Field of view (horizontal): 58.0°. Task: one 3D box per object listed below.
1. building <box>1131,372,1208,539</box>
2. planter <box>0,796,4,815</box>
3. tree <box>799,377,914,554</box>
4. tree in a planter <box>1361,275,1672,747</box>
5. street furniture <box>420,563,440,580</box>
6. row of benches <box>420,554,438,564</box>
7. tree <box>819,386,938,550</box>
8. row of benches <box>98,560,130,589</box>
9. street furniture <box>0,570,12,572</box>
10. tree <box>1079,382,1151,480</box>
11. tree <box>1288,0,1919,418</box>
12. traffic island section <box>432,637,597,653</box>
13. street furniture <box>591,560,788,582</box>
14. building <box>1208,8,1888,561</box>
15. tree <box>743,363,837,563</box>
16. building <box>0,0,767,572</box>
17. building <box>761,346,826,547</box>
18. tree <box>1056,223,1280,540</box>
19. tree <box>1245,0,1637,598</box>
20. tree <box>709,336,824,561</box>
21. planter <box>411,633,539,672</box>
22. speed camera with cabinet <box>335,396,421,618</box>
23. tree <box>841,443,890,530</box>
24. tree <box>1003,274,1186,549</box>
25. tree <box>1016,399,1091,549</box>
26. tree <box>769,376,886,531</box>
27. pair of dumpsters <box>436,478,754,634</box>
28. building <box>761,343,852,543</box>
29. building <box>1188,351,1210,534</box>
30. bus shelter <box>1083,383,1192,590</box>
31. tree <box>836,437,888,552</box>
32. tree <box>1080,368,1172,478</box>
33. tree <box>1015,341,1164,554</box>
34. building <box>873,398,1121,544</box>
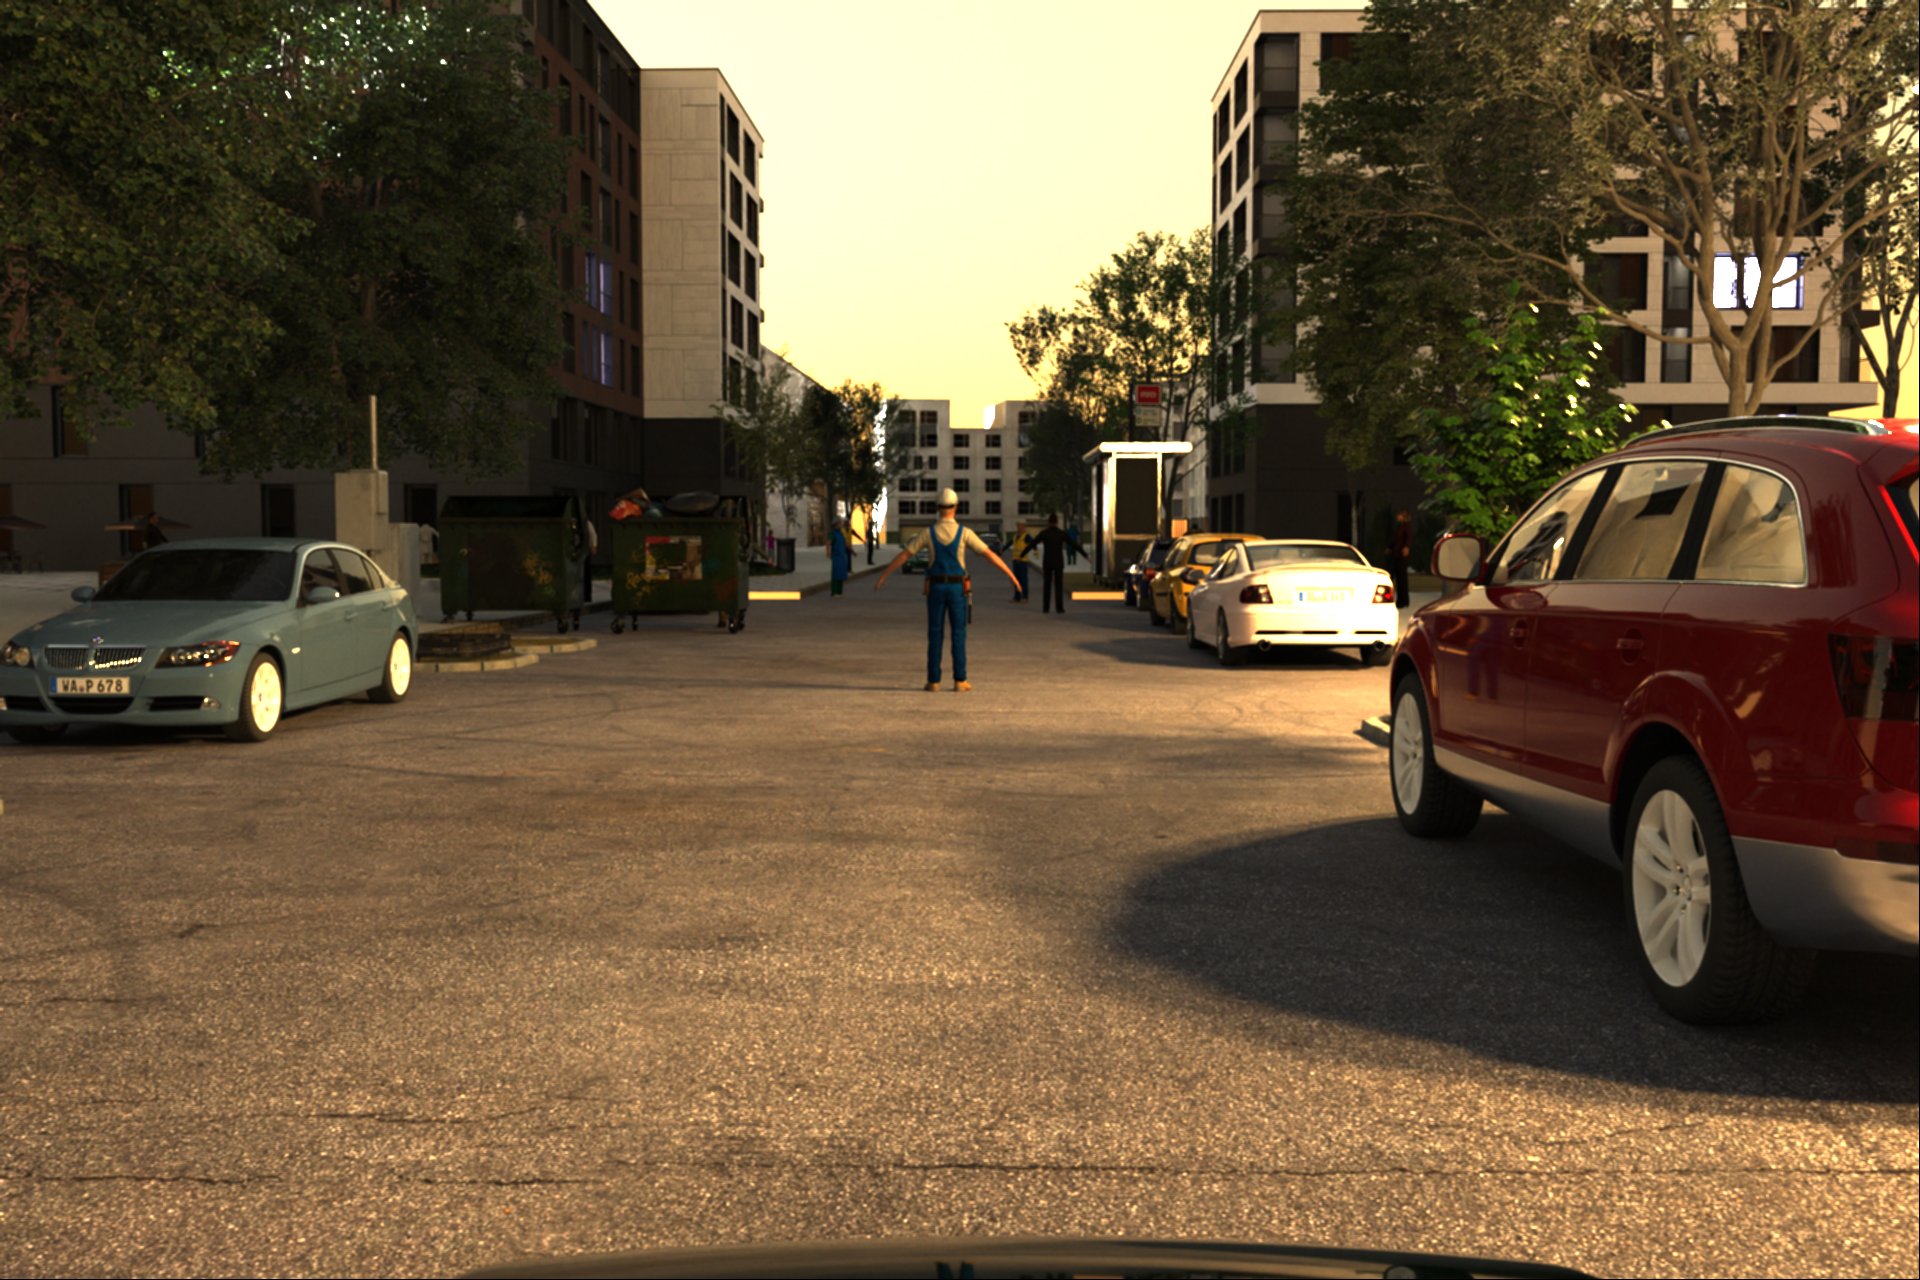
[{"bbox_3d":[24.861,-21.142,202.097,16.016,20.090,11.380,0,4,1],"label":"building"},{"bbox_3d":[-5.893,0.780,8.388,1.991,0.319,1.994,0,4,0],"label":"planter"},{"bbox_3d":[-7.201,-11.473,113.343,9.928,11.665,9.643,0,3,0],"label":"tree"},{"bbox_3d":[3.882,-0.904,12.005,1.991,3.239,1.994,0,4,1],"label":"tree in a planter"},{"bbox_3d":[-16.725,-2.134,50.518,10.072,0.657,5.734,0,4,1],"label":"street furniture"},{"bbox_3d":[-17.826,-2.570,57.479,4.104,0.672,1.422,-1,4,-22],"label":"row of benches"},{"bbox_3d":[-6.914,-14.257,143.474,12.009,13.543,11.850,0,3,0],"label":"tree"},{"bbox_3d":[-18.423,-1.572,41.159,4.104,0.672,1.422,0,4,-2],"label":"row of benches"},{"bbox_3d":[-31.697,-2.599,49.341,11.010,1.723,9.812,2,4,25],"label":"street furniture"},{"bbox_3d":[8.020,-8.118,83.093,4.360,8.622,3.978,0,3,0],"label":"tree"},{"bbox_3d":[9.849,-6.808,21.681,12.009,13.543,11.850,0,3,0],"label":"tree"},{"bbox_3d":[-5.650,0.071,21.700,1.991,0.108,1.994,0,4,1],"label":"traffic island section"},{"bbox_3d":[-8.111,-2.073,49.523,5.734,0.657,10.072,0,4,8],"label":"street furniture"},{"bbox_3d":[25.780,-14.686,84.087,27.936,21.610,32.646,0,4,1],"label":"building"},{"bbox_3d":[-7.728,-7.638,75.237,4.360,8.622,3.978,0,3,0],"label":"tree"},{"bbox_3d":[-24.574,-14.105,74.588,27.936,21.610,32.646,0,4,2],"label":"building"},{"bbox_3d":[-24.216,-21.445,181.555,19.493,23.208,18.063,0,4,1],"label":"building"},{"bbox_3d":[7.083,-8.138,58.817,9.928,11.665,9.643,0,3,0],"label":"tree"},{"bbox_3d":[9.312,-7.080,33.887,7.486,12.596,7.792,0,3,0],"label":"tree"},{"bbox_3d":[-7.393,-7.038,65.439,4.737,8.622,4.395,0,3,0],"label":"tree"},{"bbox_3d":[-5.730,0.133,18.961,1.991,0.319,1.994,0,4,1],"label":"planter"},{"bbox_3d":[-8.582,-1.909,25.547,0.660,3.252,2.038,0,4,1],"label":"speed camera with cabinet"},{"bbox_3d":[-7.243,-11.259,134.448,4.737,8.622,4.395,0,3,0],"label":"tree"},{"bbox_3d":[9.839,-16.465,125.093,12.611,20.169,13.585,0,3,0],"label":"tree"},{"bbox_3d":[8.420,-13.848,144.547,7.486,12.596,7.792,0,3,0],"label":"tree"},{"bbox_3d":[-7.832,-10.303,102.868,7.601,10.594,8.767,0,4,6],"label":"tree"},{"bbox_3d":[-5.279,-1.239,25.213,4.436,2.255,1.574,0,4,1],"label":"pair of dumpsters"},{"bbox_3d":[-22.808,-22.772,203.244,19.493,23.208,18.063,0,4,2],"label":"building"},{"bbox_3d":[28.896,-19.756,179.429,16.016,20.090,11.380,0,4,1],"label":"building"},{"bbox_3d":[4.301,-4.053,43.897,2.179,5.291,8.768,0,4,0],"label":"bus shelter"},{"bbox_3d":[-7.005,-10.791,126.801,4.737,8.622,4.395,0,3,0],"label":"tree"},{"bbox_3d":[8.005,-7.700,76.252,4.360,8.622,3.978,0,3,0],"label":"tree"},{"bbox_3d":[8.414,-12.183,109.563,12.009,13.543,11.850,0,3,0],"label":"tree"},{"bbox_3d":[4.745,-22.355,234.425,31.486,18.905,16.747,-1,4,-8],"label":"building"}]
